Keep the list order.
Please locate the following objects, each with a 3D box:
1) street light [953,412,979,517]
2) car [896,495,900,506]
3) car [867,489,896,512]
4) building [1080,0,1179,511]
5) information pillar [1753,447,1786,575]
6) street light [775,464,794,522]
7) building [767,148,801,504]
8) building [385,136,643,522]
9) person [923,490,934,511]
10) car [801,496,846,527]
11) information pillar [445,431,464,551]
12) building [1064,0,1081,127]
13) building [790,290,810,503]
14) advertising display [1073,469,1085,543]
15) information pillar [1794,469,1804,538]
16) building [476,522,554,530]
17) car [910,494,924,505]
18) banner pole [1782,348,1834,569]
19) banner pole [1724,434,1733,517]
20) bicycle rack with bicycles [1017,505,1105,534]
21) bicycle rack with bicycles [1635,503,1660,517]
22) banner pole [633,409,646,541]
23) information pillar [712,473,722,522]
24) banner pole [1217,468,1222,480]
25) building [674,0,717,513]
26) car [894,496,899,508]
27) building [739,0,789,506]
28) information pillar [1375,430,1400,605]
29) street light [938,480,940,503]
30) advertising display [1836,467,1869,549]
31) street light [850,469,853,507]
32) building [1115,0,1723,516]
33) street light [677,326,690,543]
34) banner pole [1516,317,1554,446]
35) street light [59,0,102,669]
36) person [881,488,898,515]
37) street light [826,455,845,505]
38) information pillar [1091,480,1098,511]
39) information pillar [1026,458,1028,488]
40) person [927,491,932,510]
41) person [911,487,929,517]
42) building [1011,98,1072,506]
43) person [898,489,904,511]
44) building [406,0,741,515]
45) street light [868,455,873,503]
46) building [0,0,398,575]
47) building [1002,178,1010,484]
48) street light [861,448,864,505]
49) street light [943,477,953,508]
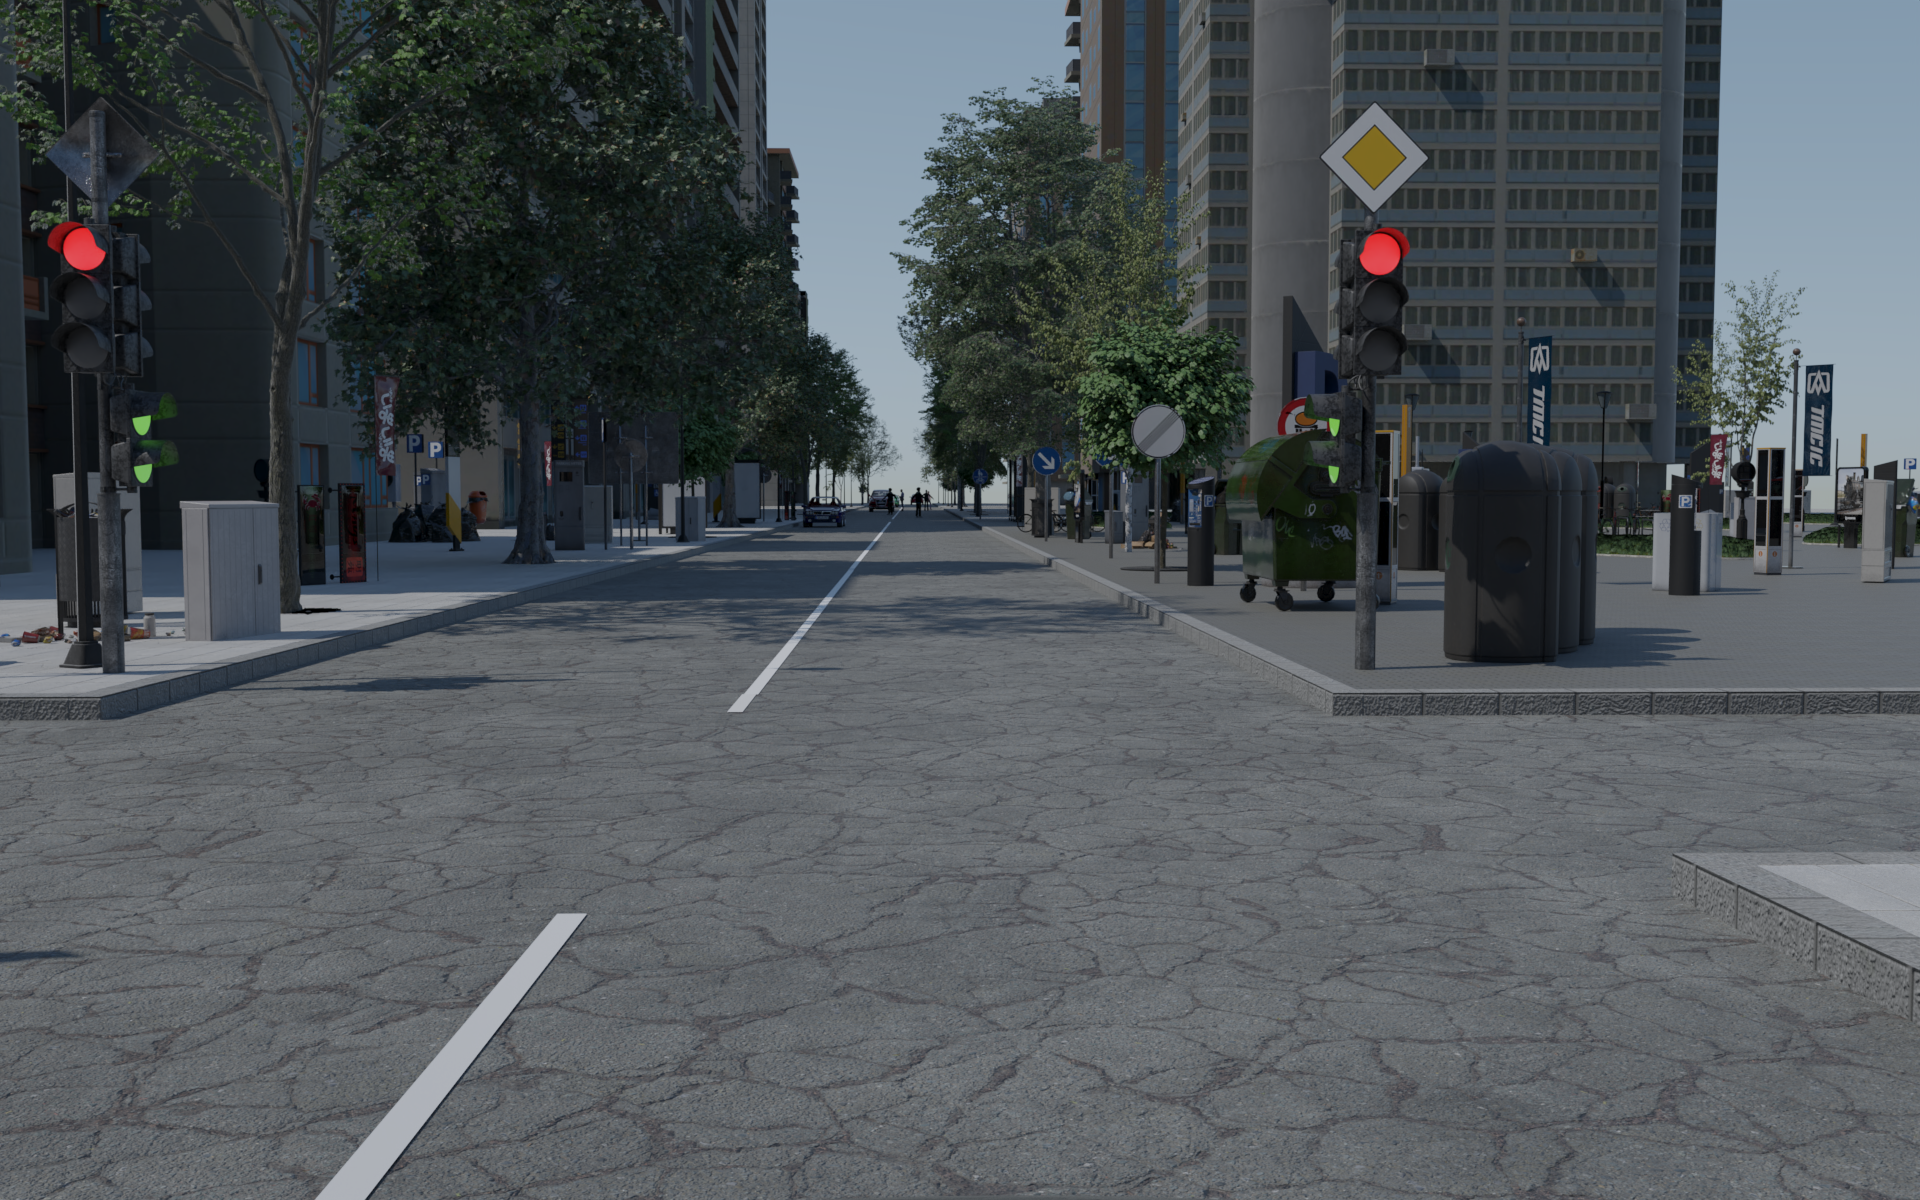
[{"bbox_3d":[0.488,-7.650,97.612,1.470,5.913,1.316,0,4,-2],"label":"street light"},{"bbox_3d":[-8.357,-12.266,212.917,2.083,1.381,4.827,0,4,-2],"label":"car"},{"bbox_3d":[-6.319,-8.032,139.995,2.281,1.827,5.304,0,4,-1],"label":"car"},{"bbox_3d":[15.822,-28.688,119.166,14.600,45.320,14.200,0,4,-2],"label":"building"},{"bbox_3d":[12.817,-1.403,27.426,0.304,2.012,0.304,-1,4,-16],"label":"information pillar"},{"bbox_3d":[-7.726,-6.503,78.871,1.470,5.913,1.316,0,4,-2],"label":"street light"},{"bbox_3d":[-31.298,-34.217,214.076,22.147,44.769,28.867,0,4,-2],"label":"building"},{"bbox_3d":[-28.091,-28.950,97.038,21.300,48.544,21.600,0,4,-2],"label":"building"},{"bbox_3d":[-2.894,-8.581,148.823,1.348,1.821,0.705,0,4,-3],"label":"person"},{"bbox_3d":[-5.925,-3.861,75.707,1.945,1.354,3.894,0,4,-1],"label":"car"},{"bbox_3d":[-11.325,-2.895,38.695,0.183,3.616,0.504,1,4,16],"label":"information pillar"},{"bbox_3d":[19.954,-29.735,140.796,22.147,44.769,28.867,0,4,-2],"label":"building"},{"bbox_3d":[-28.058,-28.427,236.486,14.160,30.474,14.107,0,4,-2],"label":"building"},{"bbox_3d":[3.129,-2.466,45.527,0.123,1.923,0.974,0,4,-6],"label":"advertising display"},{"bbox_3d":[24.776,-2.860,51.261,0.304,2.012,0.304,1,4,21],"label":"information pillar"},{"bbox_3d":[-27.596,-27.378,71.338,21.300,48.544,21.600,0,4,-2],"label":"building"},{"bbox_3d":[-5.759,-13.668,232.507,2.155,1.783,4.494,0,4,-1],"label":"car"},{"bbox_3d":[14.494,-2.423,29.631,0.401,3.779,0.863,-3,5,-39],"label":"banner pole"},{"bbox_3d":[31.670,-4.976,71.378,0.401,3.779,0.863,3,5,42],"label":"banner pole"},{"bbox_3d":[3.339,-2.690,57.368,2.925,0.926,2.852,0,4,8],"label":"bicycle rack with bicycles"},{"bbox_3d":[28.704,-3.611,72.427,2.925,0.926,2.852,2,4,34],"label":"bicycle rack with bicycles"},{"bbox_3d":[-8.764,-3.505,47.331,0.401,3.779,0.863,0,4,-6],"label":"banner pole"},{"bbox_3d":[-11.098,-5.364,79.053,0.504,3.616,0.183,3,4,39],"label":"information pillar"},{"bbox_3d":[11.285,-5.219,75.349,0.401,3.779,0.863,0,4,-5],"label":"banner pole"},{"bbox_3d":[-24.064,-26.407,115.347,14.154,41.232,14.086,0,4,-2],"label":"building"},{"bbox_3d":[-7.462,-10.733,184.284,1.959,1.807,4.718,0,4,-3],"label":"car"},{"bbox_3d":[-29.359,-45.884,188.454,20.563,71.187,20.611,0,4,-2],"label":"building"},{"bbox_3d":[4.917,-0.958,20.149,0.304,2.012,0.304,2,4,28],"label":"information pillar"},{"bbox_3d":[-1.302,-11.724,164.220,1.470,5.913,1.316,0,4,-2],"label":"street light"},{"bbox_3d":[21.078,-2.185,40.939,0.123,1.923,0.974,-1,4,-9],"label":"advertising display"},{"bbox_3d":[-9.816,-11.163,155.061,1.470,5.913,1.316,0,4,-2],"label":"street light"},{"bbox_3d":[25.773,-24.993,100.523,32.217,40.220,23.993,0,4,-2],"label":"building"},{"bbox_3d":[-6.809,-4.480,45.784,1.470,5.913,1.316,0,4,-2],"label":"street light"},{"bbox_3d":[8.040,-2.104,24.424,0.401,3.779,0.863,-1,4,-23],"label":"banner pole"},{"bbox_3d":[-5.947,-2.456,12.696,1.470,5.913,1.316,0,4,-2],"label":"street light"},{"bbox_3d":[-4.855,-6.845,120.048,1.348,1.869,0.705,-2,4,-35],"label":"person"},{"bbox_3d":[-8.876,-9.131,121.828,1.470,5.913,1.316,0,4,-2],"label":"street light"},{"bbox_3d":[6.859,-5.115,88.121,0.304,2.012,0.304,1,4,16],"label":"information pillar"},{"bbox_3d":[2.937,-5.096,74.680,0.183,3.616,0.504,-1,4,-9],"label":"information pillar"},{"bbox_3d":[-2.844,-9.079,157.882,0.436,1.711,0.756,-3,5,-44],"label":"person"},{"bbox_3d":[-2.524,-6.006,106.330,1.348,1.869,0.705,3,4,37],"label":"person"},{"bbox_3d":[13.882,-33.444,196.925,14.600,45.320,14.200,0,4,-2],"label":"building"},{"bbox_3d":[-4.949,-8.317,144.358,0.599,1.838,0.709,-1,4,-13],"label":"person"},{"bbox_3d":[-28.542,-31.139,132.819,21.300,48.544,21.600,0,4,-2],"label":"building"},{"bbox_3d":[-11.081,-14.263,205.735,1.470,5.913,1.316,0,4,-2],"label":"street light"},{"bbox_3d":[-29.217,-11.513,33.278,27.650,21.520,28.899,0,4,-2],"label":"building"},{"bbox_3d":[17.130,-35.357,232.710,22.147,44.769,28.867,0,4,-2],"label":"building"},{"bbox_3d":[-10.302,-12.237,172.609,1.470,5.913,1.316,0,4,-2],"label":"street light"},{"bbox_3d":[-0.409,-9.697,131.080,1.470,5.913,1.316,0,4,-2],"label":"street light"}]
